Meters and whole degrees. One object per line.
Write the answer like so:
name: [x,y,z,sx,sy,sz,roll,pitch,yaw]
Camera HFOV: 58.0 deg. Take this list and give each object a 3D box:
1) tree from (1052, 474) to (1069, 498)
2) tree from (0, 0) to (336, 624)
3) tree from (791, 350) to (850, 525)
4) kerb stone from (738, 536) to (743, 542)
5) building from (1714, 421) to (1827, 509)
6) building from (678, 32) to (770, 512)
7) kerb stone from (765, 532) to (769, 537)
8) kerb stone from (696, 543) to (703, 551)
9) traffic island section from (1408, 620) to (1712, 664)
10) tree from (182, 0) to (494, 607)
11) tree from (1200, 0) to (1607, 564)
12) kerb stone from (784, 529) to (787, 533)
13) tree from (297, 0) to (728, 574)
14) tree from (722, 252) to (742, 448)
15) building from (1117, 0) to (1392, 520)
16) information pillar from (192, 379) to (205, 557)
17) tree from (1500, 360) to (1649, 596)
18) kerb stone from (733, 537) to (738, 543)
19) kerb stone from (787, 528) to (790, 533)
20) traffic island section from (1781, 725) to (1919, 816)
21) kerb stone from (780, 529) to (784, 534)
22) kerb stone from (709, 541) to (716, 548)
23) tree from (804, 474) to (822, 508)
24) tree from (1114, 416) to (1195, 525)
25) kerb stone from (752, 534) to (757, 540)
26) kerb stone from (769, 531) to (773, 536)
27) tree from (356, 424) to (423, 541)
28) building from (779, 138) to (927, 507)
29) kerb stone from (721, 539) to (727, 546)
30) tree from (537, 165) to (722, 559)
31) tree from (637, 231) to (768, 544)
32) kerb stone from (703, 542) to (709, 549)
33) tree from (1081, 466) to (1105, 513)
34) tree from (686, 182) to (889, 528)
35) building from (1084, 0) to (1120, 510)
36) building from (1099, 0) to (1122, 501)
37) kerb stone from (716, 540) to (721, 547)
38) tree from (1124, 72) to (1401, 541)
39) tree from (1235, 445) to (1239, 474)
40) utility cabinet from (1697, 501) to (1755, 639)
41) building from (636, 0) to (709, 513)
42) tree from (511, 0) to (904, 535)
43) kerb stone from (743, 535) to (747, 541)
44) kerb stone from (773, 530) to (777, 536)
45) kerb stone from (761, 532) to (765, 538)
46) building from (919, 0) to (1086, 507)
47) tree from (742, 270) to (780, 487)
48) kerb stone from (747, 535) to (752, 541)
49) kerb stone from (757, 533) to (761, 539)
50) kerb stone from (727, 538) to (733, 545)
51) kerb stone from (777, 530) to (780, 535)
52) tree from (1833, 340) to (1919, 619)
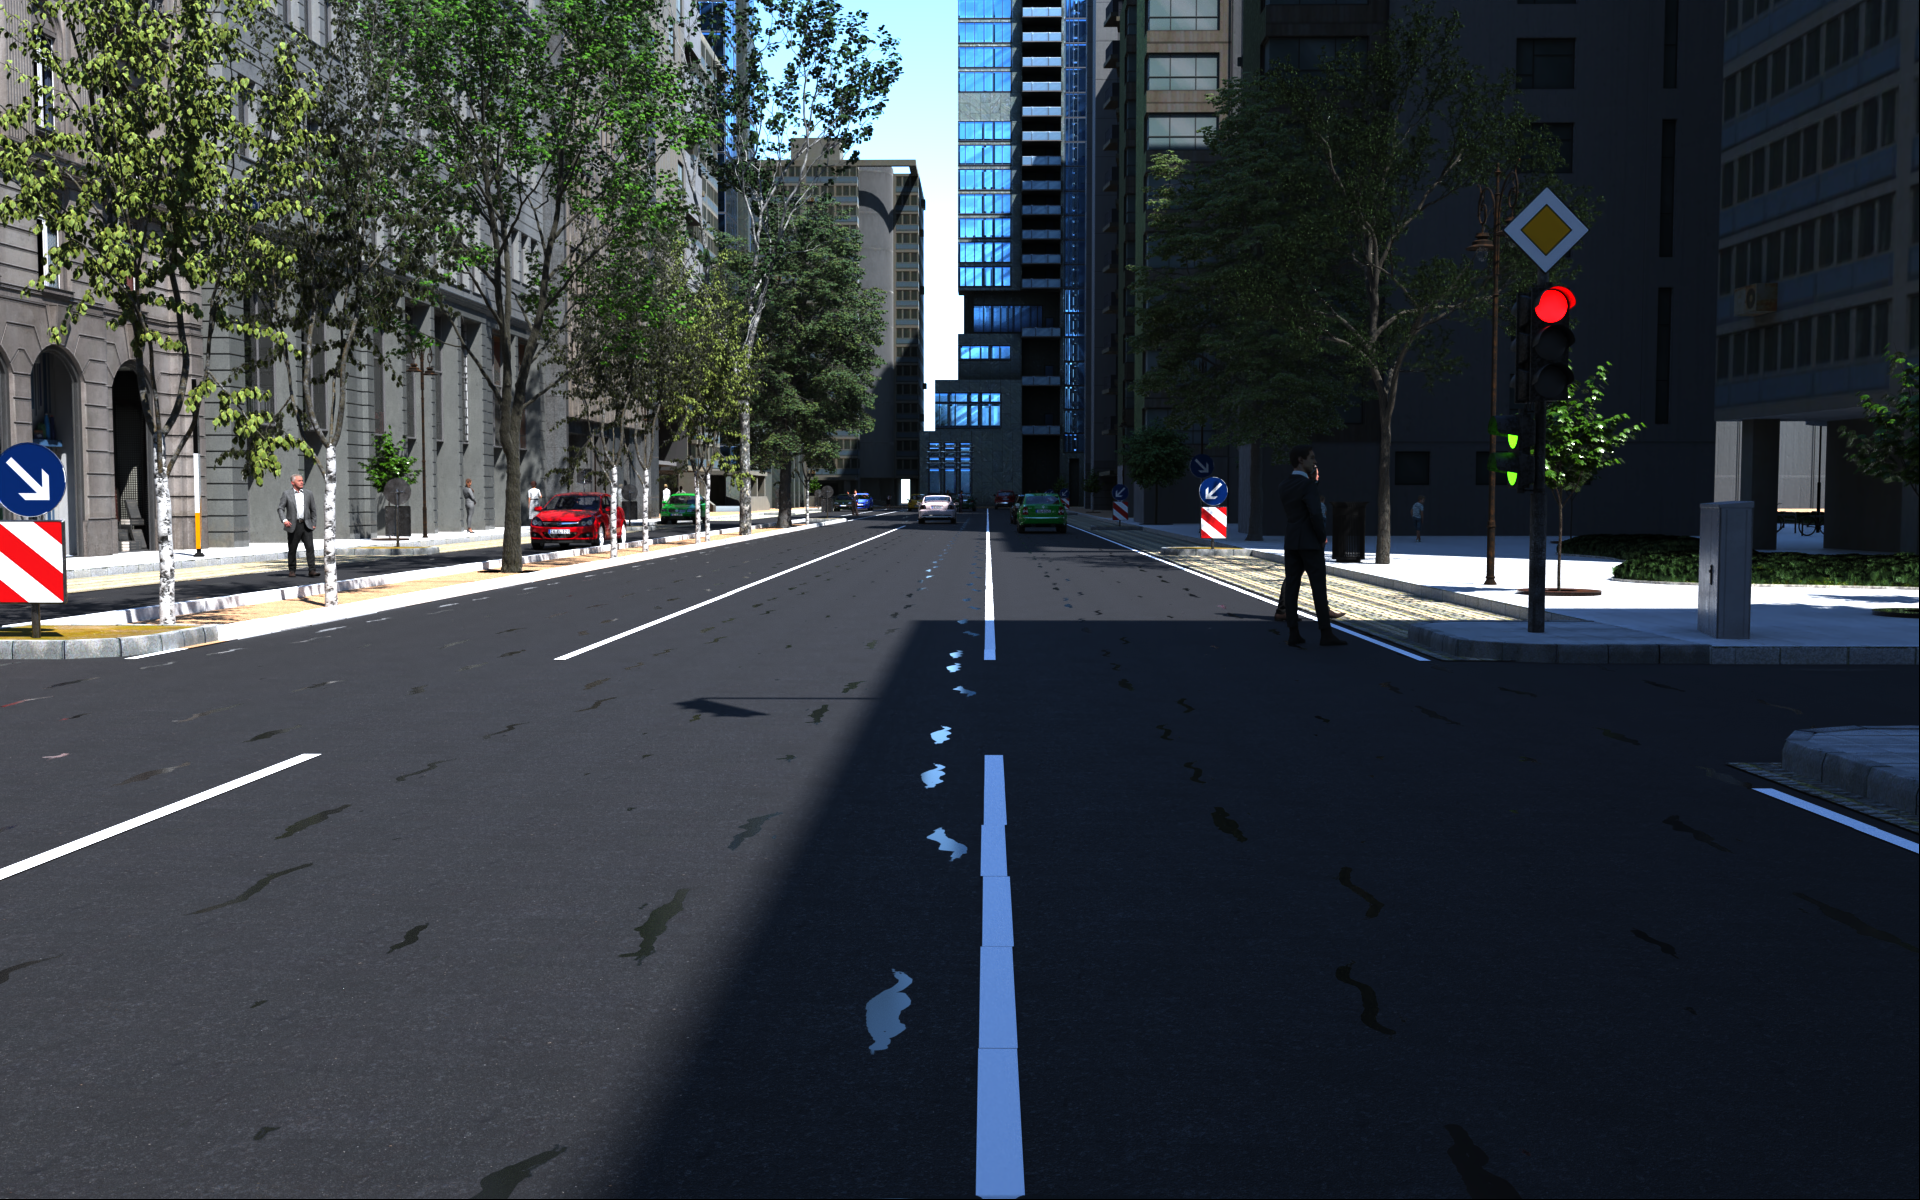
tree: [9.654,-10.537,166.881,1.663,3.219,1.824,0,3,0]
tree: [-8.085,-3.941,17.262,4.737,8.622,4.395,0,3,0]
tree: [-6.983,-7.723,79.095,4.360,8.622,3.978,0,3,0]
kerb stone: [-6.631,-1.773,51.196,0.120,0.150,1.000,0,4,1]
building: [70.419,-28.998,157.716,14.086,41.232,14.154,0,4,1]
building: [-31.557,-26.912,131.891,32.217,40.220,23.993,0,4,1]
kerb stone: [-6.526,-2.150,57.347,0.120,0.150,1.000,0,4,1]
kerb stone: [-6.737,-1.335,44.025,0.120,0.150,1.000,0,4,1]
traffic island section: [5.374,0.379,16.092,2.009,0.180,2.903,0,4,1]
tree: [-7.970,-4.225,21.900,4.360,8.622,3.978,0,3,0]
tree: [8.059,-5.947,31.642,7.601,10.594,8.767,-2,4,-34]
kerb stone: [-6.452,-2.462,62.484,0.120,0.150,1.000,0,4,1]
tree: [-8.024,-6.284,30.955,9.928,11.665,9.643,0,3,0]
tree: [-7.771,-5.499,42.727,4.360,8.622,3.978,0,3,0]
building: [16.134,-20.151,101.162,14.160,30.474,14.107,0,4,1]
information pillar: [-15.624,-2.698,35.469,0.183,3.616,0.504,-1,4,-19]
tree: [7.636,-1.692,22.259,1.663,3.219,1.824,0,3,0]
kerb stone: [-6.649,-1.711,50.174,0.120,0.150,1.000,0,4,1]
kerb stone: [-6.434,-2.527,63.506,0.120,0.150,1.000,0,4,1]
traffic island section: [5.248,0.867,8.108,2.009,0.180,2.903,0,4,1]
kerb stone: [-6.467,-2.394,61.445,0.120,0.150,1.000,0,4,1]
kerb stone: [-6.707,-1.460,46.072,0.120,0.150,1.000,0,4,1]
tree: [-13.926,-10.480,165.948,1.663,3.219,1.824,0,3,0]
tree: [8.172,-5.448,72.784,4.285,4.588,4.351,0,3,0]
kerb stone: [-6.582,-1.959,54.274,0.120,0.150,1.000,0,4,1]
kerb stone: [-6.515,-2.213,58.374,0.120,0.150,1.000,0,4,1]
tree: [-15.754,-3.256,47.837,1.663,3.219,1.824,0,3,0]
building: [-15.897,-30.556,191.470,23.993,40.220,32.217,0,4,1]
kerb stone: [-6.678,-1.581,48.124,0.120,0.150,1.000,0,4,1]
tree: [-7.664,-5.226,38.273,4.360,8.622,3.978,0,3,0]
tree: [-7.198,-5.782,47.358,4.737,8.622,4.395,0,3,0]
kerb stone: [-6.725,-1.398,45.047,0.120,0.150,1.000,0,4,1]
tree: [9.284,-7.634,119.413,1.663,3.219,1.824,0,3,0]
tree: [-7.326,-9.947,71.742,9.857,13.997,8.962,0,3,0]
building: [21.429,-37.247,150.981,21.231,58.520,28.212,0,4,1]
building: [21.590,-28.641,122.908,22.147,44.769,28.867,0,4,1]
kerb stone: [-6.699,-1.523,47.097,0.120,0.150,1.000,0,4,1]
tree: [8.194,-7.922,47.646,7.486,12.596,7.792,0,3,0]
tree: [13.006,-5.342,71.051,4.285,4.588,4.351,0,3,0]
utility cabinet: [6.959,-0.283,15.785,0.306,1.237,1.020,1,4,14]
building: [-30.866,-31.572,105.440,28.713,52.752,27.495,0,4,1]
tree: [-8.635,-12.349,60.260,12.611,20.169,13.585,0,3,0]
kerb stone: [-6.616,-1.836,52.218,0.120,0.150,1.000,0,4,1]
kerb stone: [-6.497,-2.275,59.396,0.120,0.150,1.000,0,4,1]
kerb stone: [-6.547,-2.086,56.325,0.120,0.150,1.000,0,4,1]
building: [11.525,-53.363,185.152,31.000,86.520,22.319,0,4,1]
tree: [-7.592,-6.066,52.004,4.360,8.622,3.978,0,3,0]
kerb stone: [-6.592,-1.898,53.250,0.120,0.150,1.000,0,4,1]
kerb stone: [-6.564,-2.015,55.297,0.120,0.150,1.000,0,4,1]
kerb stone: [-6.658,-1.641,49.149,0.120,0.150,1.000,0,4,1]
kerb stone: [-6.486,-2.338,60.419,0.120,0.150,1.000,0,4,1]
tree: [10.323,-1.443,18.196,1.663,3.219,1.824,0,3,0]
